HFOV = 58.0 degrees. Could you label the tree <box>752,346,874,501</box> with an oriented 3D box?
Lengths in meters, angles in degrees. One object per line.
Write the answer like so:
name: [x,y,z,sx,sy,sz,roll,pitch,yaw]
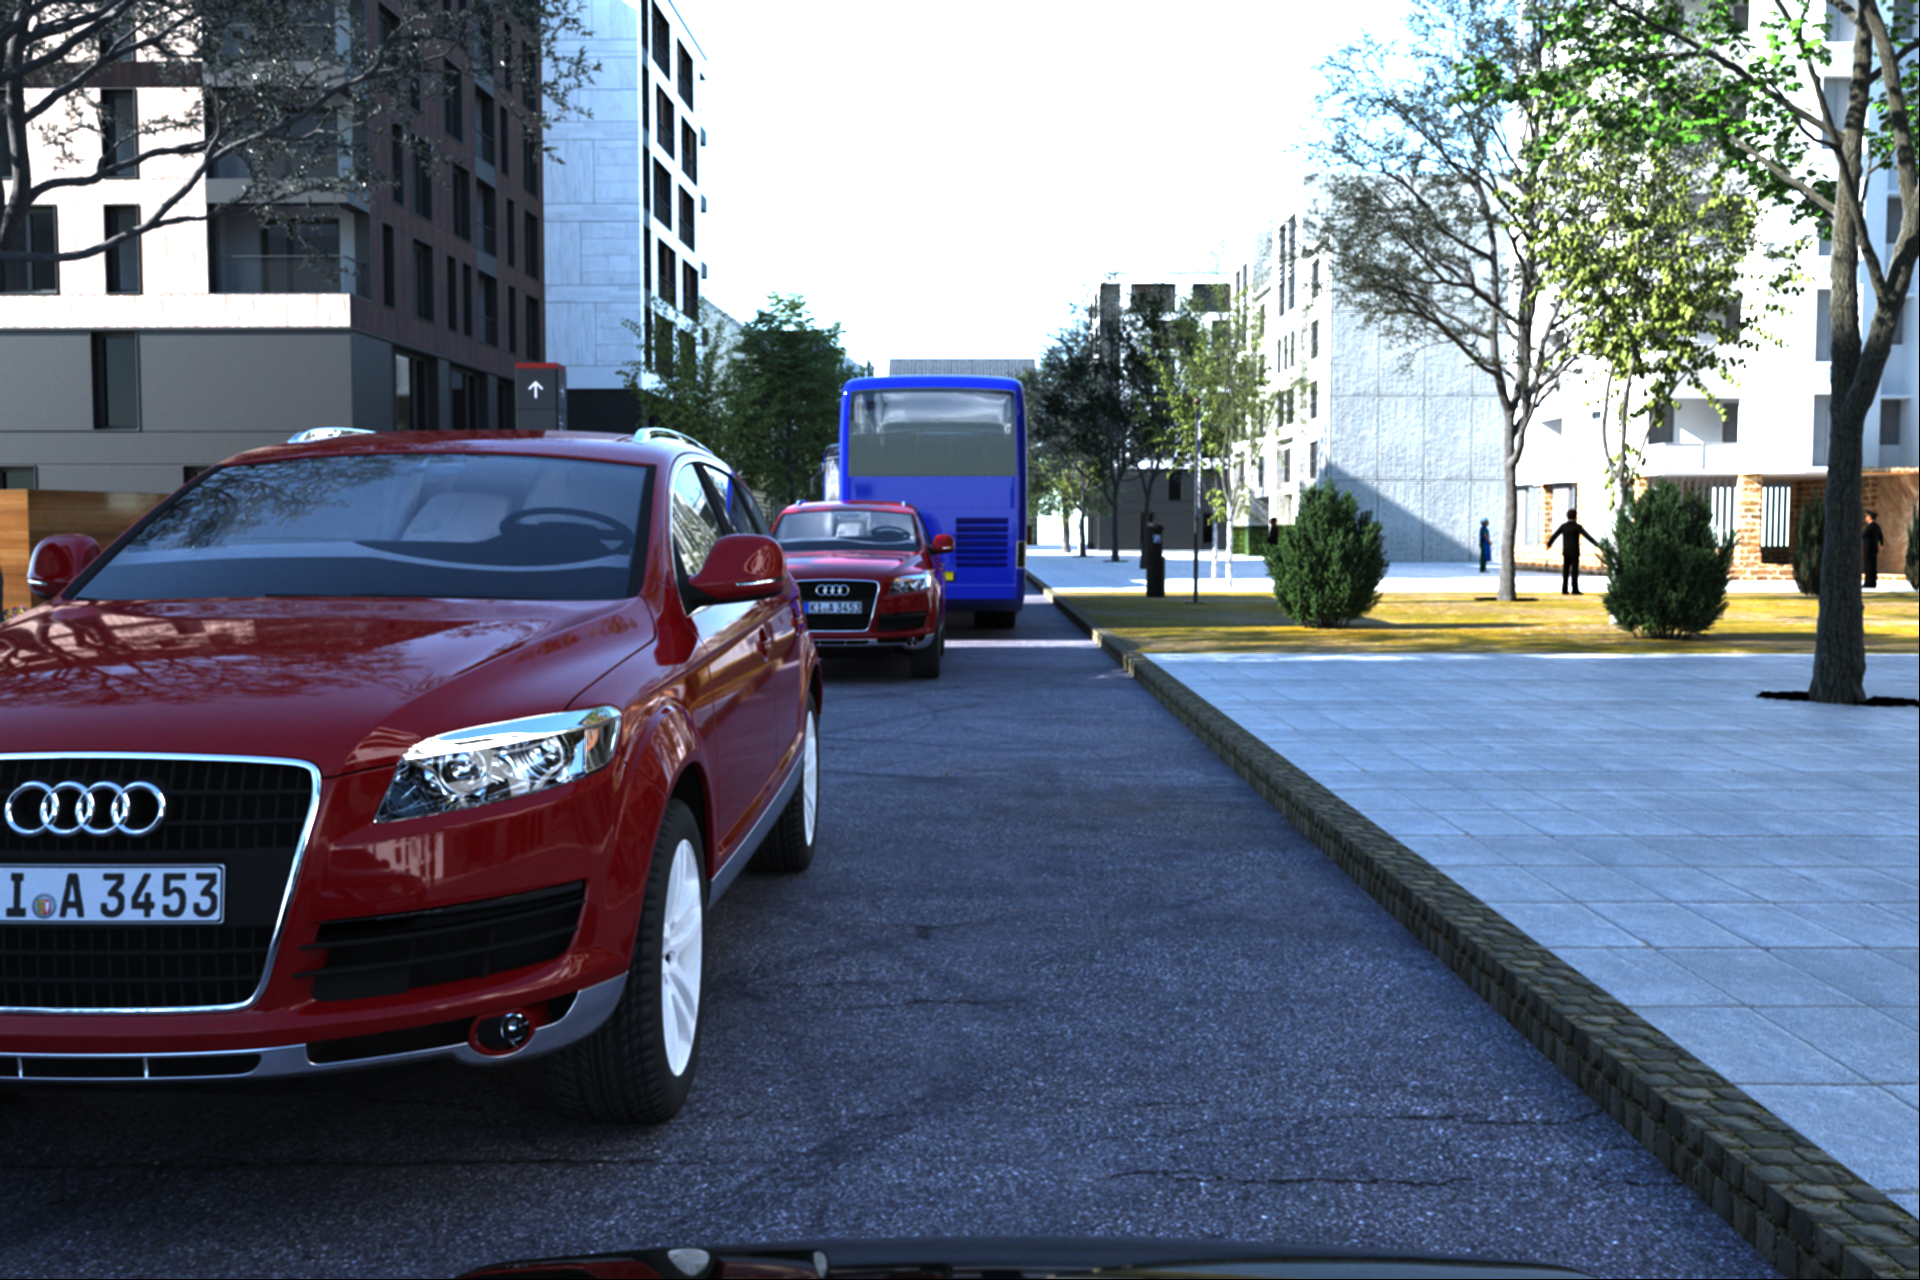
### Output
tree: [-7.906,-10.209,92.669,9.928,11.665,9.643,0,3,0]

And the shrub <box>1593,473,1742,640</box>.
shrub: [8.640,-1.028,21.226,1.690,2.028,1.600,0,3,0]

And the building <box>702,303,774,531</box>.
building: [-25.648,-18.995,141.497,19.493,23.208,18.063,0,4,1]

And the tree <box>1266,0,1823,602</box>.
tree: [10.605,-7.491,32.843,12.009,13.543,11.850,0,3,0]

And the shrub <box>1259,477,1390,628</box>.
shrub: [5.005,-1.207,23.773,1.661,2.075,1.752,0,3,0]

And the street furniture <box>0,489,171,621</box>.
street furniture: [-10.155,-0.714,18.535,11.010,1.723,9.812,1,4,17]

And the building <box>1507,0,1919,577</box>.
building: [24.549,-12.433,59.706,16.016,20.090,11.380,0,4,1]

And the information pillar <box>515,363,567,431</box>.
information pillar: [-6.388,-2.272,26.524,0.750,3.857,0.750,0,4,0]

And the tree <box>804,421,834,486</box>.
tree: [-7.697,-9.370,103.568,4.737,8.622,4.395,0,3,0]

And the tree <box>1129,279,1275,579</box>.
tree: [7.024,-6.031,48.964,4.737,8.622,4.395,0,3,0]

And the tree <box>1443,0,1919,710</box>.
tree: [6.901,-5.330,12.900,9.928,11.665,9.643,0,3,0]

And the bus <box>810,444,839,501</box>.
bus: [-1.906,-3.309,45.656,2.896,3.916,12.251,0,4,1]

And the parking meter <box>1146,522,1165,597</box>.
parking meter: [3.998,-1.648,35.361,0.372,1.533,0.369,0,3,0]

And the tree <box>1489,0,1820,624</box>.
tree: [9.590,-4.529,24.415,4.737,8.622,4.395,0,3,0]

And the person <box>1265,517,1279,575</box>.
person: [9.698,-2.906,53.744,0.704,1.802,1.346,1,4,22]

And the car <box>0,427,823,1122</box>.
car: [-1.655,0.168,5.923,2.281,1.827,5.304,0,4,1]

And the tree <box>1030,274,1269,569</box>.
tree: [6.739,-7.872,63.124,8.767,10.594,7.601,0,4,-1]

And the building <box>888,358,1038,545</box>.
building: [0.306,-23.347,215.116,18.063,23.208,19.493,0,4,0]

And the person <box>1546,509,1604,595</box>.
person: [12.956,-1.863,36.651,0.705,1.806,1.347,-3,4,-38]

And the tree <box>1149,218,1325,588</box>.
tree: [6.238,-5.566,41.368,4.360,8.622,3.978,0,3,0]

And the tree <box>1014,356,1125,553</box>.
tree: [7.181,-12.952,118.412,9.857,13.997,8.962,0,3,0]

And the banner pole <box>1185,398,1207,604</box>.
banner pole: [4.356,-2.550,31.710,0.401,3.779,0.863,0,4,2]

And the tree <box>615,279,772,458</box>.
tree: [-7.950,-6.151,50.938,4.737,8.622,4.395,0,3,0]

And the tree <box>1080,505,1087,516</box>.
tree: [18.151,-17.113,214.212,7.601,10.594,8.767,1,4,9]

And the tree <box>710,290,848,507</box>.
tree: [-8.187,-9.978,81.266,7.486,12.596,7.792,0,3,0]

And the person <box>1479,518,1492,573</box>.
person: [17.469,-3.148,57.594,0.704,1.817,1.347,1,4,9]

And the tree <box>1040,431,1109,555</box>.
tree: [7.301,-9.622,107.685,4.737,8.622,4.395,0,3,0]

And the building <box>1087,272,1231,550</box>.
building: [24.939,-18.818,151.653,27.936,21.610,32.646,0,4,0]

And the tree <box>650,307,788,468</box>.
tree: [-8.135,-6.522,56.995,4.737,8.622,4.395,0,3,0]

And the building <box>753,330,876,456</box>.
building: [-24.279,-21.173,190.151,27.936,21.610,32.646,0,4,1]

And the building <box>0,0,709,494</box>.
building: [-25.213,-13.158,59.109,27.936,21.610,32.646,0,4,1]

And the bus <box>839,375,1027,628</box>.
bus: [-0.295,-2.301,29.173,2.896,3.916,12.251,0,4,1]

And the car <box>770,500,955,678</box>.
car: [-1.192,-0.626,18.909,2.281,1.827,5.304,0,4,0]

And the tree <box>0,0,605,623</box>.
tree: [-8.875,-6.414,15.237,12.009,13.543,11.850,0,3,0]

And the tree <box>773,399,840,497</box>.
tree: [-8.649,-10.845,111.727,8.767,10.594,7.601,1,4,22]

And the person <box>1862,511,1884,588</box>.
person: [21.581,-2.151,41.097,1.347,1.837,0.705,-2,4,-34]

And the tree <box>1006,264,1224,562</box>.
tree: [7.094,-10.364,79.818,12.009,13.543,11.850,0,3,0]

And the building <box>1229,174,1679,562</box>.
building: [25.285,-13.911,93.900,16.747,18.905,31.486,0,4,1]

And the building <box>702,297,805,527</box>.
building: [-24.258,-20.119,159.877,19.493,23.208,18.063,0,4,0]

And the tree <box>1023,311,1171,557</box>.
tree: [6.766,-11.390,96.589,12.009,13.543,11.850,0,3,0]

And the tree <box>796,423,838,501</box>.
tree: [-8.541,-11.577,123.690,7.601,10.594,8.767,0,4,-2]
